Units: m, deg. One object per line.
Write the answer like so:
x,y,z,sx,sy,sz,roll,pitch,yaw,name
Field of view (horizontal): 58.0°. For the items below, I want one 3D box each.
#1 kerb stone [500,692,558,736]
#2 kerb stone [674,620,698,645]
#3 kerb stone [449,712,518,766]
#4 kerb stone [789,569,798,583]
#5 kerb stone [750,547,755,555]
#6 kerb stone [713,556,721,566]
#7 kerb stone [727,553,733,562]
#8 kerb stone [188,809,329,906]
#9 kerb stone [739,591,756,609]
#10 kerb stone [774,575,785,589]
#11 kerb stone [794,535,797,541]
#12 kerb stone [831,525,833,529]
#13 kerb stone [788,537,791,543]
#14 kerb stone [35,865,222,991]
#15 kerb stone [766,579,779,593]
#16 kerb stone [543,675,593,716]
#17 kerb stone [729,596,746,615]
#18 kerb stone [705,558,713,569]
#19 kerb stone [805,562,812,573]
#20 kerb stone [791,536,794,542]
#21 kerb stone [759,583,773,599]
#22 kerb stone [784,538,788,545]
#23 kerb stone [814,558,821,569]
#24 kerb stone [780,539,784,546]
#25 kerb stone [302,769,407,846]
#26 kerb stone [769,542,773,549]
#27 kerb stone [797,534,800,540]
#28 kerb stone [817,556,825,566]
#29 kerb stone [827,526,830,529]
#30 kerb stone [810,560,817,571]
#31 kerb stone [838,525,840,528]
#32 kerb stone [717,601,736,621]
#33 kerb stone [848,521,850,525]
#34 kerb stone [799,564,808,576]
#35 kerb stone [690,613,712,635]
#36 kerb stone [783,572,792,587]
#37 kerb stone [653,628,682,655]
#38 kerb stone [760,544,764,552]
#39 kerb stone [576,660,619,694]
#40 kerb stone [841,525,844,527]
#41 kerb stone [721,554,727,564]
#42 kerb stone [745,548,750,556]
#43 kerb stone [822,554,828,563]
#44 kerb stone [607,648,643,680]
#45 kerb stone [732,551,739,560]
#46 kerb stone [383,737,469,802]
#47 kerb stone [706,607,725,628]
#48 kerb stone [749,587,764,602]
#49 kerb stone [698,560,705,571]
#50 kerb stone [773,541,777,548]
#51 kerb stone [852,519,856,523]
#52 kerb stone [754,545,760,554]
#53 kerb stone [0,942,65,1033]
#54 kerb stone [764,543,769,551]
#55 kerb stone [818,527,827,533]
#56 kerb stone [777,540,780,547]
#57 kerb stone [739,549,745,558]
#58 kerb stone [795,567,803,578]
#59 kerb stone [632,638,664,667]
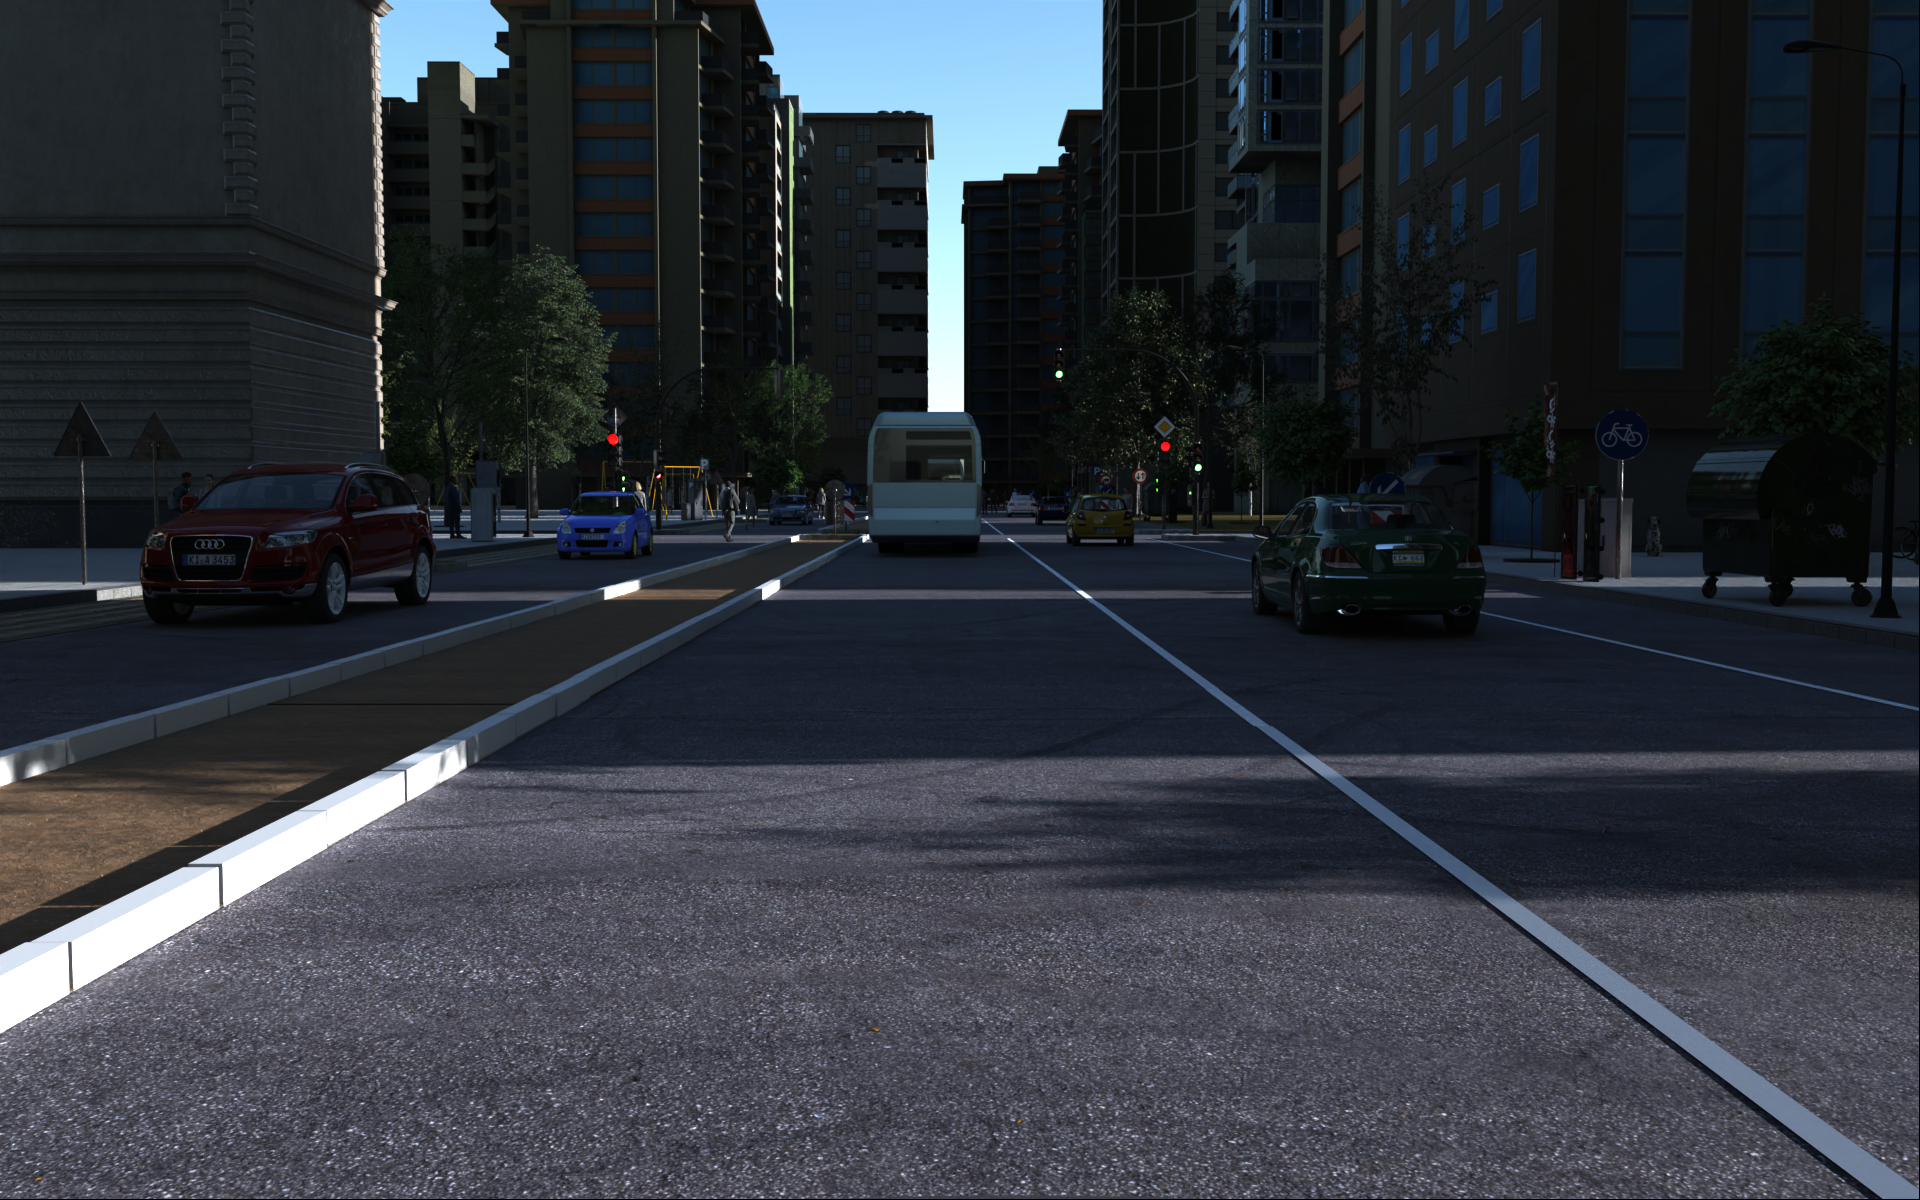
-2.655,0.708,10.613,0.120,0.150,1.000,0,4,0,kerb stone
-2.693,0.333,16.751,0.120,0.150,1.000,0,4,0,kerb stone
-2.645,0.771,9.584,0.120,0.150,1.000,0,4,0,kerb stone
-2.769,-0.357,28.028,0.120,0.150,1.000,0,4,0,kerb stone
-4.956,-1.108,40.363,0.120,0.150,1.000,0,4,0,kerb stone
-4.907,-0.735,34.212,0.120,0.150,1.000,0,4,0,kerb stone
-4.931,-0.853,36.262,0.120,0.150,1.000,0,4,0,kerb stone
-2.621,0.959,6.511,0.120,0.150,1.000,0,4,0,kerb stone
-2.731,0.020,21.871,0.120,0.150,1.000,0,4,0,kerb stone
-2.763,-0.231,25.972,0.120,0.150,1.000,0,4,0,kerb stone
-5.035,-1.797,51.635,0.120,0.150,1.000,0,4,0,kerb stone
-5.142,-2.773,67.534,0.120,0.150,1.000,0,4,0,kerb stone
-5.011,-1.672,49.588,0.120,0.150,1.000,0,4,0,kerb stone
-2.618,1.028,5.485,0.120,0.150,1.000,0,4,0,kerb stone
-2.752,-0.167,24.950,0.120,0.150,1.000,0,4,0,kerb stone
-2.651,0.646,11.639,0.120,0.150,1.000,0,4,0,kerb stone
-2.720,0.082,20.849,0.120,0.150,1.000,0,4,0,kerb stone
-4.908,-0.672,33.190,0.120,0.150,1.000,0,4,0,kerb stone
-2.796,-0.544,31.094,0.120,0.150,1.000,0,4,0,kerb stone
-5.018,-1.738,50.612,0.120,0.150,1.000,0,4,0,kerb stone
-2.737,-0.105,23.928,0.120,0.150,1.000,0,4,0,kerb stone
-5.005,-1.613,48.566,0.120,0.150,1.000,0,4,0,kerb stone
-2.797,-0.666,33.148,0.120,0.150,1.000,0,4,0,kerb stone
-5.003,-1.550,47.544,0.120,0.150,1.000,0,4,0,kerb stone
-2.633,0.899,7.533,0.120,0.150,1.000,0,4,0,kerb stone
-4.981,-1.363,44.473,0.120,0.150,1.000,0,4,0,kerb stone
-5.041,-1.861,52.660,0.120,0.150,1.000,0,4,0,kerb stone
-2.813,-0.727,34.170,0.120,0.150,1.000,0,4,0,kerb stone
-5.123,-2.647,65.480,0.120,0.150,1.000,0,4,0,kerb stone
-2.798,-0.607,32.122,0.120,0.150,1.000,0,4,0,kerb stone
-5.171,-3.025,71.648,0.120,0.150,1.000,0,4,0,kerb stone
-2.714,0.148,19.823,0.120,0.150,1.000,0,4,0,kerb stone
-5.217,-3.463,78.825,0.120,0.150,1.000,0,4,0,kerb stone
-2.786,-0.482,30.072,0.120,0.150,1.000,0,4,0,kerb stone
-2.703,0.270,17.779,0.120,0.150,1.000,0,4,0,kerb stone
-2.761,-0.293,26.994,0.120,0.150,1.000,0,4,0,kerb stone
-2.686,0.396,15.729,0.120,0.150,1.000,0,4,0,kerb stone
-4.969,-1.237,42.415,0.120,0.150,1.000,0,4,0,kerb stone
-2.670,0.583,12.662,0.120,0.150,1.000,0,4,0,kerb stone
-5.191,-3.213,74.725,0.120,0.150,1.000,0,4,0,kerb stone
-4.927,-0.798,35.239,0.120,0.150,1.000,0,4,0,kerb stone
-4.948,-1.045,39.341,0.120,0.150,1.000,0,4,0,kerb stone
-2.825,-0.796,35.204,0.120,0.150,1.000,0,4,0,kerb stone
-2.676,0.521,13.684,0.120,0.150,1.000,0,4,0,kerb stone
-4.941,-0.923,37.289,0.120,0.150,1.000,0,4,0,kerb stone
-2.638,0.834,8.562,0.120,0.150,1.000,0,4,0,kerb stone
-2.706,0.213,18.801,0.120,0.150,1.000,0,4,0,kerb stone
-2.742,-0.041,22.897,0.120,0.150,1.000,0,4,0,kerb stone
-4.905,-0.606,32.163,0.120,0.150,1.000,0,4,0,kerb stone
-4.993,-1.425,45.499,0.120,0.150,1.000,0,4,0,kerb stone
-5.262,-3.777,83.948,0.120,0.150,1.000,0,4,0,kerb stone
-4.955,-1.171,41.394,0.120,0.150,1.000,0,4,0,kerb stone
-2.610,1.085,4.462,0.120,0.150,1.000,0,4,0,kerb stone
-4.974,-1.299,43.439,0.120,0.150,1.000,0,4,0,kerb stone
-5.127,-2.584,64.458,0.120,0.150,1.000,0,4,0,kerb stone
-5.001,-1.484,46.521,0.120,0.150,1.000,0,4,0,kerb stone
-4.941,-0.986,38.319,0.120,0.150,1.000,0,4,0,kerb stone
-2.782,-0.417,29.050,0.120,0.150,1.000,0,4,0,kerb stone
-2.681,0.458,14.706,0.120,0.150,1.000,0,4,0,kerb stone
